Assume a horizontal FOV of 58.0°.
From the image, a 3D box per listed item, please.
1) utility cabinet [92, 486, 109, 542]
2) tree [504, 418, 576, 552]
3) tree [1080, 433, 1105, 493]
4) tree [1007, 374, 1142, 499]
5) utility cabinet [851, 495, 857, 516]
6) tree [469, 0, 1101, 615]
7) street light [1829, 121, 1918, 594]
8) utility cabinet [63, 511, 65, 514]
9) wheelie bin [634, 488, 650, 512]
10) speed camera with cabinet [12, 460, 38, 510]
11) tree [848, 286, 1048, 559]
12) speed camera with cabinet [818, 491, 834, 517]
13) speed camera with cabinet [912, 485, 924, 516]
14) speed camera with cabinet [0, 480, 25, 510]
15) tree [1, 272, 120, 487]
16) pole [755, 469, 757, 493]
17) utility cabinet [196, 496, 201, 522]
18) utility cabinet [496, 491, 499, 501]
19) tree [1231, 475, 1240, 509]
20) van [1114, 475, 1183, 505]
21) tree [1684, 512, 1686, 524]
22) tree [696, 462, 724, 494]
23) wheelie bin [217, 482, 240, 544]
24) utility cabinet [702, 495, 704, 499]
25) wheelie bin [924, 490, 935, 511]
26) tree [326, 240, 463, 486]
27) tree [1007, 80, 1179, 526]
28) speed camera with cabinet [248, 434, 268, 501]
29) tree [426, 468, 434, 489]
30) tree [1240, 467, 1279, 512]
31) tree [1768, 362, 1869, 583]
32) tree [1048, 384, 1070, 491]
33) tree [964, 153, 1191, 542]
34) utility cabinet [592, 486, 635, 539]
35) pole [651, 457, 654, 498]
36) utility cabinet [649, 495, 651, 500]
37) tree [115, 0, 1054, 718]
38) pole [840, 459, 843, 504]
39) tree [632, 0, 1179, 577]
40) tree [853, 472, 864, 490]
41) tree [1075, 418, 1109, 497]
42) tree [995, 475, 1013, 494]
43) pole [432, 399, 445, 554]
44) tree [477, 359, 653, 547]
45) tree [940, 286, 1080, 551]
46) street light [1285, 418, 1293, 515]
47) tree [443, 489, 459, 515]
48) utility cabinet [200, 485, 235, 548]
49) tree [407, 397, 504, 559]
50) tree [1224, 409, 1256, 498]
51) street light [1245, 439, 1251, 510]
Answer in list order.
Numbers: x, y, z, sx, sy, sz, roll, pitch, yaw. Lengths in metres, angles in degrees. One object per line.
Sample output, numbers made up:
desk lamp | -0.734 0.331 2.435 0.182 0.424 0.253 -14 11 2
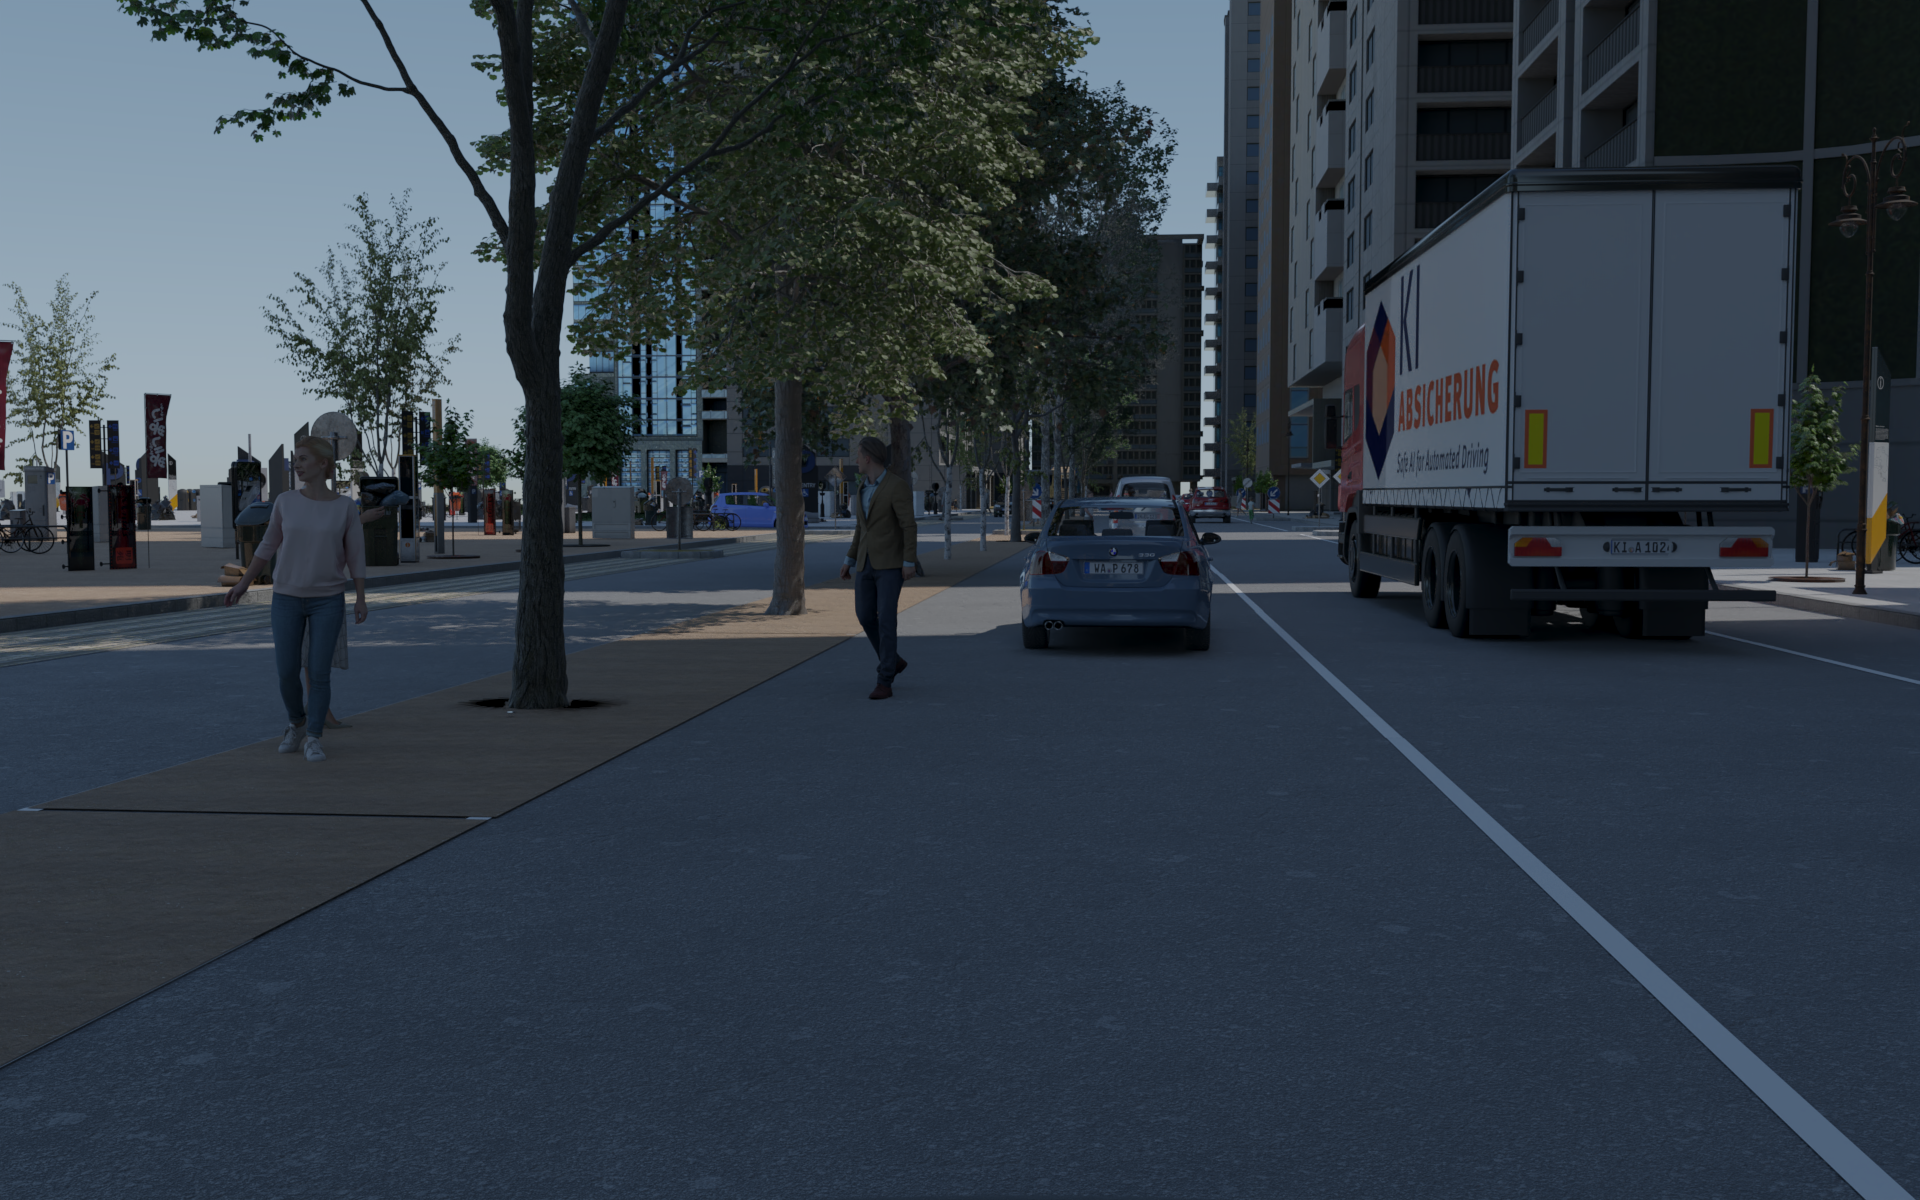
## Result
utility cabinet | -22.831 -2.298 46.246 0.318 1.500 1.173 0 4 2
tree | -9.223 -2.671 38.267 1.663 3.219 1.824 0 3 0
tree | 9.360 -10.958 131.986 4.737 8.622 4.395 0 3 0
tree | 6.126 -9.863 98.137 8.767 10.594 7.601 0 4 6
utility cabinet | -6.115 -5.679 104.012 0.306 1.237 1.020 3 5 41
tree | -2.096 -6.117 20.591 7.486 12.596 7.792 0 3 0
street light | 11.534 -3.012 22.027 0.468 5.910 1.993 0 4 6
utility cabinet | -55.975 -5.992 109.124 1.020 1.237 0.306 -2 4 -29
wheelie bin | -16.817 -5.107 91.399 0.693 1.594 0.980 -3 5 -42
speed camera with cabinet | -54.655 -6.565 101.670 2.038 3.252 0.660 3 4 38
tree | -0.256 -5.194 37.737 4.360 8.622 3.978 0 3 0
speed camera with cabinet | -8.224 -6.381 98.673 2.038 3.252 0.660 1 4 17
speed camera with cabinet | -2.829 -6.616 102.507 0.660 3.252 2.038 -2 4 -30
speed camera with cabinet | -60.510 -7.094 110.317 2.038 3.252 0.660 -3 5 -41
tree | -30.489 -6.587 58.067 4.737 8.622 4.395 0 3 0
pole | -16.652 -9.024 141.393 0.158 3.312 0.155 0 3 0
utility cabinet | -35.312 -4.246 80.587 0.306 1.237 1.020 -1 4 -18
utility cabinet | -32.676 -6.890 121.329 1.173 1.500 0.318 1 4 22
tree | 24.505 -9.558 150.875 1.663 3.219 1.824 0 3 0
van | 4.534 -2.190 42.822 2.013 2.044 4.112 0 4 4
tree | 13.198 -2.260 31.560 1.663 3.219 1.824 0 3 0
tree | -15.069 -6.639 103.145 1.663 3.219 1.824 0 3 0
wheelie bin | -18.749 -2.249 44.672 0.980 1.594 0.693 -2 4 -30
utility cabinet | -19.369 -7.270 130.028 0.306 1.237 1.020 2 4 25
wheelie bin | -2.346 -7.696 133.742 0.980 1.594 0.693 1 4 16
tree | -16.689 -6.144 50.813 4.360 8.622 3.978 0 3 0
tree | 2.539 -13.242 74.852 12.611 20.169 13.585 0 3 0
speed camera with cabinet | -23.543 -3.785 56.217 0.660 3.252 2.038 2 4 35
tree | -31.308 -7.518 106.627 4.285 4.588 4.351 0 3 0
tree | 22.087 -8.136 127.625 1.663 3.219 1.824 0 3 0
tree | 12.606 -1.888 25.469 1.663 3.219 1.824 0 3 0
tree | 1.618 -6.527 59.536 4.360 8.622 3.978 0 3 0
tree | 1.682 -8.455 51.070 12.009 13.543 11.850 0 3 0
utility cabinet | -9.874 -2.485 49.302 1.173 1.500 0.318 1 4 12
pole | -17.089 -6.266 96.288 0.158 3.312 0.155 0 3 0
utility cabinet | -19.106 -5.856 106.902 1.020 1.237 0.306 -3 5 -40
tree | -2.727 -5.072 11.139 9.928 11.665 9.643 0 3 0
pole | -6.878 -6.517 100.397 0.158 3.312 0.155 0 3 0
tree | -1.024 -6.749 29.810 9.611 12.733 9.660 0 3 0
tree | -4.517 -5.636 86.748 1.663 3.219 1.824 0 3 0
tree | 9.229 -10.655 127.023 4.360 8.622 3.978 0 3 0
tree | 4.203 -10.800 171.174 1.663 3.219 1.824 0 3 0
pole | -11.199 -2.650 37.175 0.158 3.312 0.155 0 3 0
tree | -9.228 -3.589 42.398 4.285 4.588 4.351 0 3 0
tree | 0.599 -5.505 42.828 4.737 8.622 4.395 0 3 0
street light | 19.875 -8.067 104.686 0.468 5.910 1.993 0 4 6
tree | -27.048 -7.016 98.425 4.285 4.588 4.351 0 3 0
utility cabinet | -17.661 -1.990 41.216 1.173 1.500 0.318 3 5 43
tree | -10.180 -2.450 34.654 1.663 3.219 1.824 0 3 0
tree | 24.469 -12.038 147.186 4.737 8.622 4.395 0 3 0
street light | 23.545 -10.341 141.866 0.468 5.910 1.993 0 4 6
